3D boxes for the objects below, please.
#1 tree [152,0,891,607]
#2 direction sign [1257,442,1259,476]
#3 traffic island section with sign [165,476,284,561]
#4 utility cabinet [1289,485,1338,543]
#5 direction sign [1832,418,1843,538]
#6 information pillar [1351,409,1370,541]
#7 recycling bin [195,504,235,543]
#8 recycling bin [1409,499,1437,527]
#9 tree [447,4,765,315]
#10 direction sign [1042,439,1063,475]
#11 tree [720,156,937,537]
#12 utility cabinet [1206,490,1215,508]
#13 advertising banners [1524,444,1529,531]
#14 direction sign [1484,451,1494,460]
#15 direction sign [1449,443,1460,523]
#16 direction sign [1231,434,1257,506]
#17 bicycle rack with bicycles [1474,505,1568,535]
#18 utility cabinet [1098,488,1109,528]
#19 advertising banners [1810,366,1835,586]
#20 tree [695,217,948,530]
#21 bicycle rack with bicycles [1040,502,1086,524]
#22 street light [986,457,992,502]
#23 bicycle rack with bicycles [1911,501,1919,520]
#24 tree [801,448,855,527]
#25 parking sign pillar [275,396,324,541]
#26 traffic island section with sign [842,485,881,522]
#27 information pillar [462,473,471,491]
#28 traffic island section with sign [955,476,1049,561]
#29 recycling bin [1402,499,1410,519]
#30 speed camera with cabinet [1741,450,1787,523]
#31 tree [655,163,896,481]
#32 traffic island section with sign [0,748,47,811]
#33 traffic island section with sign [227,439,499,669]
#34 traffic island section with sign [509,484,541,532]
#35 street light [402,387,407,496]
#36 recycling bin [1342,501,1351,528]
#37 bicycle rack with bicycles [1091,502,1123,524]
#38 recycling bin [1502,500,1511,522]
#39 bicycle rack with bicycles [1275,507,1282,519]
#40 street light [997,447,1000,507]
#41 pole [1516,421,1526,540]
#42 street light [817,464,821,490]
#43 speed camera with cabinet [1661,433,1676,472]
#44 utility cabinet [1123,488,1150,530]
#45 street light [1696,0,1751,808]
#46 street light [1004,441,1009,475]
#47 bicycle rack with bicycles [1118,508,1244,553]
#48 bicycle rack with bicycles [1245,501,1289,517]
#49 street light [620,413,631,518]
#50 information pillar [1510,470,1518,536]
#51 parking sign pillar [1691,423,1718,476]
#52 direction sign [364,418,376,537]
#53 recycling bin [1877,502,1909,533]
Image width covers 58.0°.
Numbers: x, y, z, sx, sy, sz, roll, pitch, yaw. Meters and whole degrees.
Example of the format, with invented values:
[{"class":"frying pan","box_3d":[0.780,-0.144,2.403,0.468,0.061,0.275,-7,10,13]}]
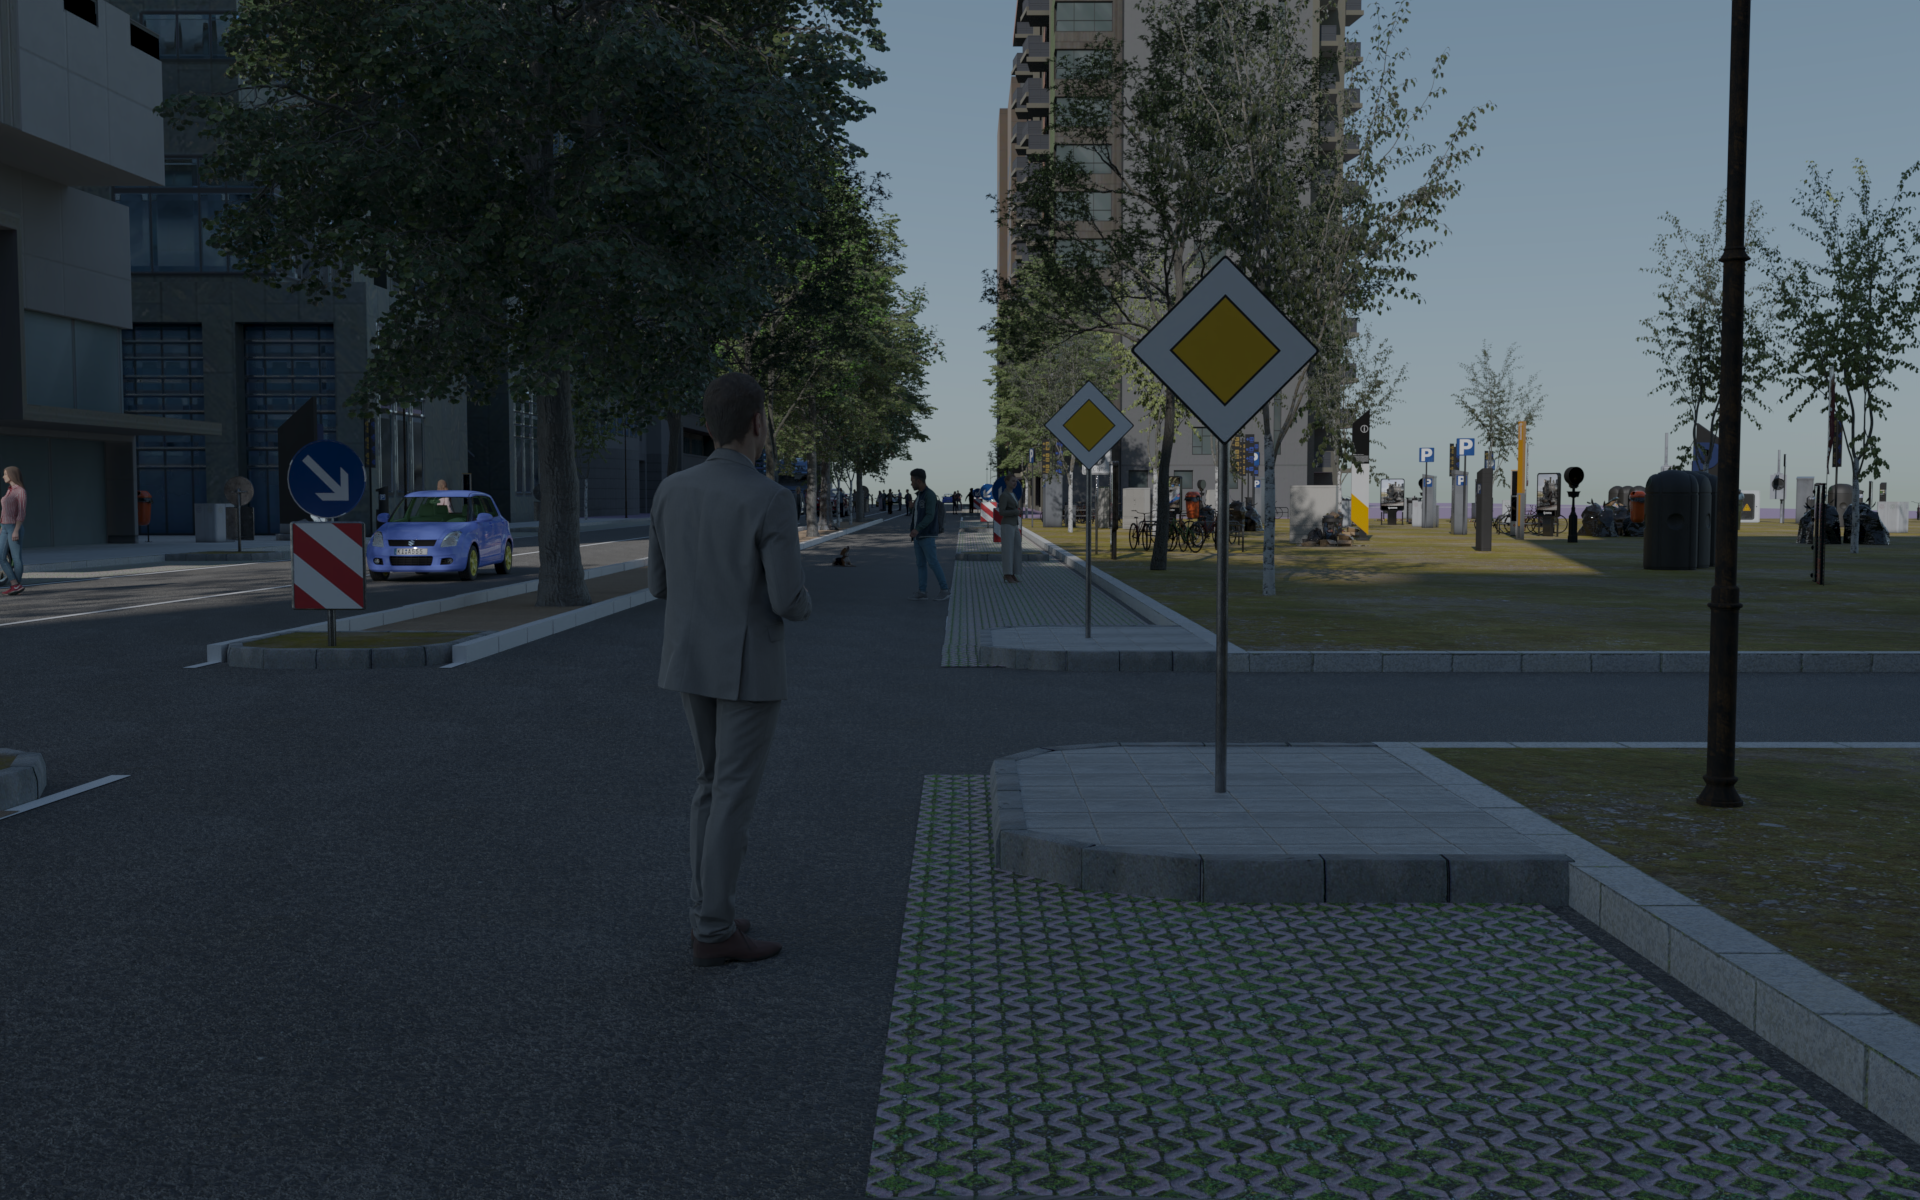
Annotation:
[{"class":"tree","box_3d":[-5.068,-6.883,21.656,9.857,13.997,8.962,0,3,0]},{"class":"direction sign","box_3d":[12.483,-5.077,75.000,0.876,3.537,0.379,1,4,13]},{"class":"traffic island section with sign","box_3d":[-15.922,-1.782,37.766,1.989,1.847,2.006,0,4,0]},{"class":"utility cabinet","box_3d":[9.044,-2.177,44.265,1.173,1.500,0.318,1,4,23]},{"class":"direction sign","box_3d":[25.473,-3.568,50.334,0.379,3.537,0.876,1,4,12]},{"class":"information pillar","box_3d":[11.006,-3.438,47.560,0.504,3.616,0.183,0,4,5]},{"class":"recycling bin","box_3d":[-19.841,-2.053,46.117,0.722,1.027,0.722,1,4,19]},{"class":"recycling bin","box_3d":[18.240,-3.394,68.042,0.722,1.027,0.722,3,5,41]},{"class":"tree","box_3d":[-5.364,-5.772,31.236,8.767,10.594,7.601,0,4,0]},{"class":"direction sign","box_3d":[3.810,-4.856,71.396,0.876,3.537,0.379,0,4,-4]},{"class":"tree","box_3d":[-4.815,-8.338,56.918,7.486,12.596,7.792,0,3,0]},{"class":"utility cabinet","box_3d":[13.037,-4.878,88.429,1.173,1.500,0.318,-3,5,-39]},{"class":"advertising banners","box_3d":[19.520,-3.898,59.920,0.090,3.025,2.074,2,4,26]},{"class":"direction sign","box_3d":[27.637,-6.029,90.578,0.876,3.537,0.379,-3,5,-43]},{"class":"direction sign","box_3d":[22.137,-5.234,77.580,0.379,3.537,0.876,3,5,44]},{"class":"direction sign","box_3d":[10.670,-4.494,65.467,0.876,3.537,0.379,0,4,5]},{"class":"bicycle rack with bicycles","box_3d":[18.002,-2.577,55.512,2.925,0.926,2.852,1,4,16]},{"class":"utility cabinet","box_3d":[5.484,-3.441,64.933,0.318,1.500,1.173,-2,4,-24]},{"class":"advertising banners","box_3d":[12.255,-1.737,24.595,0.090,3.025,2.074,1,4,22]},{"class":"tree","box_3d":[-5.282,-9.076,67.851,9.611,12.733,9.660,0,3,0]},{"class":"bicycle rack with bicycles","box_3d":[5.129,-4.020,79.108,2.852,0.926,2.925,2,4,29]},{"class":"street light","box_3d":[3.712,-14.499,209.853,0.468,5.910,1.993,0,4,0]},{"class":"bicycle rack with bicycles","box_3d":[47.606,-4.332,84.205,2.852,0.926,2.925,3,4,39]},{"class":"tree","box_3d":[-5.100,-7.782,80.063,4.737,8.622,4.395,0,3,0]},{"class":"parking sign pillar","box_3d":[-18.283,-3.648,48.109,1.447,3.967,1.447,1,4,23]},{"class":"traffic island section with sign","box_3d":[-5.107,-5.024,90.272,2.006,1.907,1.989,0,4,0]},{"class":"information pillar","box_3d":[-17.423,-3.469,61.209,0.304,2.012,0.304,-1,4,-13]},{"class":"traffic island section with sign","box_3d":[0.899,-1.771,37.584,1.989,1.847,2.006,0,4,0]},{"class":"recycling bin","box_3d":[23.274,-4.692,89.261,0.722,1.027,0.722,-1,4,-18]},{"class":"speed camera with cabinet","box_3d":[35.835,-5.083,77.446,2.038,3.252,0.660,2,4,25]},{"class":"tree","box_3d":[-5.298,-7.310,47.739,9.928,11.665,9.643,0,3,0]},{"class":"traffic island section with sign","box_3d":[-5.315,0.025,7.727,2.006,1.907,1.989,0,4,0]},{"class":"traffic island section with sign","box_3d":[-5.287,-0.428,15.134,2.006,1.907,1.989,0,4,0]},{"class":"traffic island section with sign","box_3d":[-15.849,-3.469,65.338,1.989,1.847,2.006,0,4,0]},{"class":"street light","box_3d":[-17.830,-5.065,55.601,0.468,5.910,1.993,0,4,0]},{"class":"recycling bin","box_3d":[14.587,-3.311,66.685,0.722,1.027,0.722,-1,4,-18]},{"class":"bicycle rack with bicycles","box_3d":[7.198,-3.430,69.462,2.925,0.926,2.852,-2,4,-32]},{"class":"recycling bin","box_3d":[22.893,-3.630,71.903,0.722,1.027,0.722,1,4,20]},{"class":"bicycle rack with bicycles","box_3d":[5.913,-1.823,43.193,2.925,0.926,2.852,-3,5,-41]},{"class":"street light","box_3d":[3.699,-11.813,165.928,0.468,5.910,1.993,0,4,0]},{"class":"pole","box_3d":[15.737,-3.347,48.563,0.158,3.312,0.155,0,3,0]},{"class":"street light","box_3d":[-17.530,-14.859,215.734,0.468,5.910,1.993,0,4,0]},{"class":"speed camera with cabinet","box_3d":[22.762,-3.723,55.208,0.660,3.252,2.038,1,4,17]},{"class":"utility cabinet","box_3d":[6.304,-3.261,62.002,0.318,1.500,1.173,-2,4,-34]},{"class":"street light","box_3d":[3.144,-2.092,6.989,0.468,5.910,1.993,0,4,0]},{"class":"street light","box_3d":[3.443,-9.368,125.947,0.468,5.910,1.993,0,4,0]},{"class":"bicycle rack with bicycles","box_3d":[5.155,-1.555,38.807,2.852,0.926,2.925,0,4,-5]},{"class":"bicycle rack with bicycles","box_3d":[15.507,-4.652,89.447,2.925,0.926,2.852,-1,4,-20]},{"class":"street light","box_3d":[-17.806,-7.305,92.221,0.468,5.910,1.993,0,4,0]},{"class":"information pillar","box_3d":[16.875,-2.932,52.423,0.304,2.012,0.304,-3,5,-41]},{"class":"parking sign pillar","box_3d":[28.203,-4.687,65.109,1.447,3.967,1.447,-3,4,-36]},{"class":"direction sign","box_3d":[-17.446,-3.624,51.250,0.379,3.537,0.876,0,3,0]},{"class":"recycling bin","box_3d":[30.965,-2.749,57.502,0.722,1.027,0.722,-2,4,-35]}]
